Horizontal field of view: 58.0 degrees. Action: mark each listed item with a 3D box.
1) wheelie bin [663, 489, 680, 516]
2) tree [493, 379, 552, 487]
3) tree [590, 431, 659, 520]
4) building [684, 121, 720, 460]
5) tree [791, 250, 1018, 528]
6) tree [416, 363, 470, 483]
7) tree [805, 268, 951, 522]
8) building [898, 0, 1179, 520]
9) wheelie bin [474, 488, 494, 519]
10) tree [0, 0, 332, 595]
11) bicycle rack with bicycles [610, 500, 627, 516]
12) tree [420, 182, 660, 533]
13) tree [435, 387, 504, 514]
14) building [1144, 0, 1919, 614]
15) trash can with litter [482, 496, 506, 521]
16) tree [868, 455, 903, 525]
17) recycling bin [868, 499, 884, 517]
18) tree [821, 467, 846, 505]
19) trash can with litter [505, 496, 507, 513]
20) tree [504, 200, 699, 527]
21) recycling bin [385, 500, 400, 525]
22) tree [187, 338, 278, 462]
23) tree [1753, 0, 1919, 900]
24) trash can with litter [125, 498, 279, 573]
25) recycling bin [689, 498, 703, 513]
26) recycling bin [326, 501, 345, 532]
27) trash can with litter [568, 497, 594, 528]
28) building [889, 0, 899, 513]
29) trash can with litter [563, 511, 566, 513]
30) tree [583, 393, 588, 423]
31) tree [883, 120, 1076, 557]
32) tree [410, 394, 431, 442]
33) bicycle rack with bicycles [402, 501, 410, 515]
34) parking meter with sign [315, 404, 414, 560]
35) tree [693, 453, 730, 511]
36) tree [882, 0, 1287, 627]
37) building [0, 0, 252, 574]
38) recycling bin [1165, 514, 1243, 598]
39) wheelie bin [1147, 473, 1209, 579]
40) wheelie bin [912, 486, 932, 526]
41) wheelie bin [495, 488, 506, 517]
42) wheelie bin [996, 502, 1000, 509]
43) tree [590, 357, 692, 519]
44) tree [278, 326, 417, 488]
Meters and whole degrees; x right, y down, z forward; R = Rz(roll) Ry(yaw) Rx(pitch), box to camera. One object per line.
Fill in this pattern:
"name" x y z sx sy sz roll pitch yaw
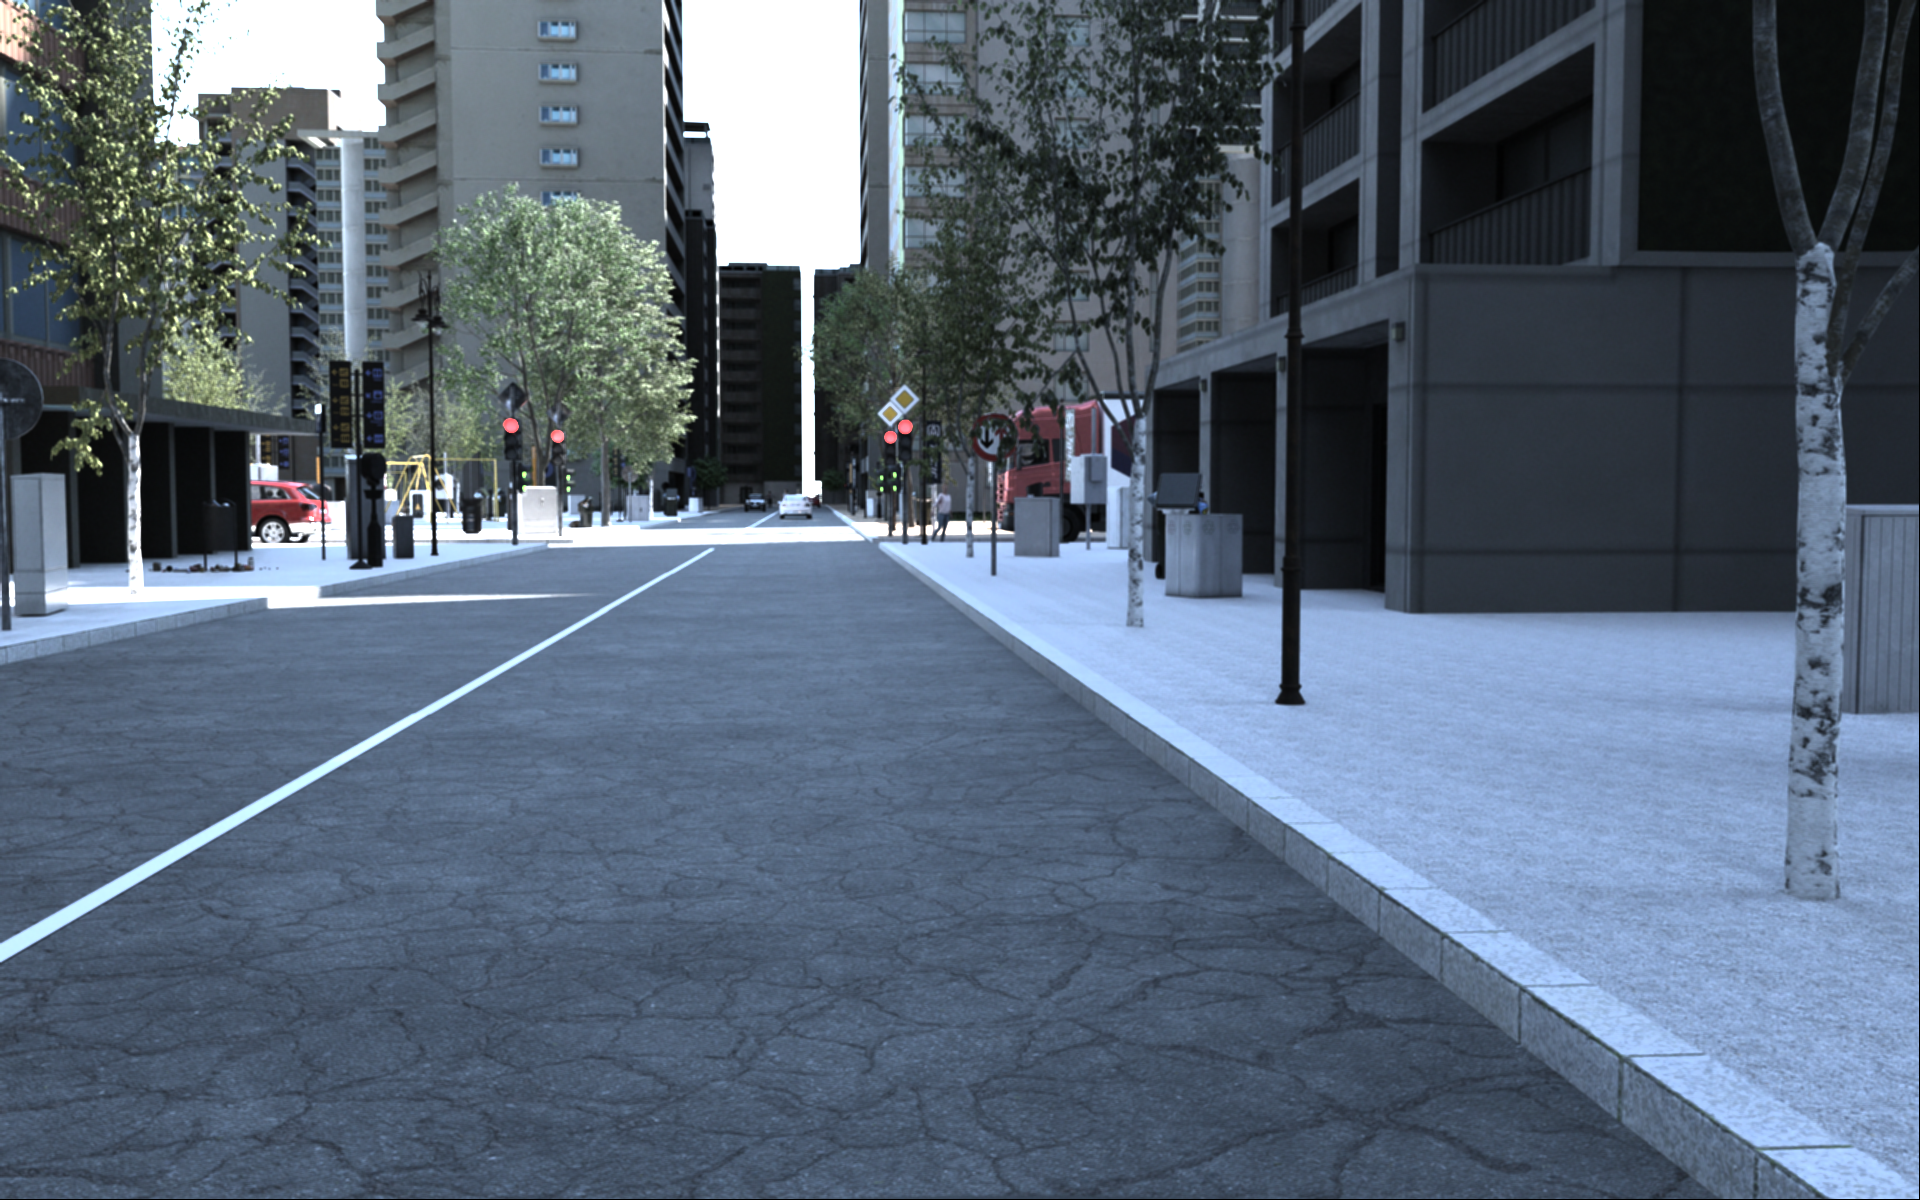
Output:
"wheelie bin" -16.573 -5.599 99.452 0.980 1.594 0.693 0 4 -5
"tree" -26.507 -9.552 106.537 4.360 8.622 3.978 0 3 0
"tree" -16.348 -6.182 84.782 4.285 4.588 4.351 0 3 0
"building" -33.872 -31.076 191.692 14.086 41.232 14.154 0 4 -5
"tree" -1.920 -8.038 65.833 8.767 10.594 7.601 -1 4 -18
"tree" -30.007 -9.047 98.277 4.360 8.622 3.978 0 3 0
"tree" -3.540 -9.475 80.669 9.928 11.665 9.643 0 3 0
"building" 3.615 -25.055 93.245 14.154 41.232 14.086 0 4 -5
"wheelie bin" -24.278 -4.903 88.071 0.693 1.594 0.980 0 4 5
"tree" -10.437 -4.383 22.022 4.737 8.622 4.395 0 3 0
"bicycle rack with bicycles" -19.821 -5.412 101.861 2.852 0.926 2.925 -1 4 -17
"tree" -13.805 -8.040 57.205 9.928 11.665 9.643 0 3 0
"tree" -33.138 -10.023 114.244 4.737 8.622 4.395 0 3 0
"building" 14.591 -35.691 21.797 20.563 71.187 20.611 0 4 -5
"trash can with litter" -22.263 -4.318 81.664 1.678 1.210 2.233 -1 4 -22
"tree" -2.829 -4.788 72.887 1.663 3.219 1.824 0 3 0
"recycling bin" -4.701 -5.150 96.749 0.722 1.027 0.722 -2 4 -28
"tree" -14.890 -13.493 204.331 4.285 4.588 4.351 0 3 0
"trash can with litter" -30.435 -6.372 115.562 0.624 1.170 1.055 -2 4 -25
"tree" -14.300 -9.146 67.658 7.486 12.596 7.792 0 3 0
"recycling bin" -23.966 -3.673 72.603 0.722 1.027 0.722 1 4 15
"tree" -34.166 -8.024 81.560 4.360 8.622 3.978 0 3 0
"tree" 2.718 -3.345 5.046 4.360 8.622 3.978 0 3 0
"trash can with litter" -12.698 -1.090 28.875 2.233 1.210 1.678 0 4 -4
"recycling bin" -17.803 -6.378 116.827 0.722 1.027 0.722 1 4 20
"recycling bin" -21.591 -2.881 59.663 0.722 1.027 0.722 0 4 -8
"trash can with litter" -14.232 -3.273 64.900 1.055 1.170 0.624 2 4 25
"building" 2.503 -28.446 115.209 14.600 45.320 14.200 0 4 -5
"trash can with litter" -27.557 -6.551 118.165 2.233 1.210 1.678 1 4 22
"tree" -19.273 -9.032 98.030 4.737 8.622 4.395 0 3 0
"tree" 0.269 -5.185 35.136 4.737 8.622 4.395 0 3 0
"tree" -35.645 -9.618 107.618 4.737 8.622 4.395 0 3 0
"bicycle rack with bicycles" -30.295 -4.897 93.446 2.852 0.926 2.925 0 4 -3
"parking meter with sign" -11.734 -2.321 34.210 1.738 3.016 0.543 -2 4 -31
"tree" -19.643 -9.259 135.098 4.285 4.588 4.351 0 3 0
"tree" 1.596 -4.062 16.784 4.360 8.622 3.978 0 3 0
"building" -28.743 -22.884 28.776 28.867 44.769 22.147 0 4 -5
"recycling bin" 3.057 -0.561 21.720 0.722 1.027 0.722 -2 4 -27
"wheelie bin" 3.315 -1.122 26.250 0.980 1.594 0.693 1 4 21
"wheelie bin" -1.525 -3.802 70.063 0.980 1.594 0.693 -1 4 -10
"wheelie bin" -25.552 -5.390 96.039 0.693 1.594 0.980 -2 4 -35
"wheelie bin" 1.856 -3.972 72.848 0.693 1.594 0.980 1 4 13
"tree" -16.123 -8.578 90.612 4.737 8.622 4.395 0 3 0
"tree" -26.628 -7.653 75.488 4.360 8.622 3.978 0 3 0
